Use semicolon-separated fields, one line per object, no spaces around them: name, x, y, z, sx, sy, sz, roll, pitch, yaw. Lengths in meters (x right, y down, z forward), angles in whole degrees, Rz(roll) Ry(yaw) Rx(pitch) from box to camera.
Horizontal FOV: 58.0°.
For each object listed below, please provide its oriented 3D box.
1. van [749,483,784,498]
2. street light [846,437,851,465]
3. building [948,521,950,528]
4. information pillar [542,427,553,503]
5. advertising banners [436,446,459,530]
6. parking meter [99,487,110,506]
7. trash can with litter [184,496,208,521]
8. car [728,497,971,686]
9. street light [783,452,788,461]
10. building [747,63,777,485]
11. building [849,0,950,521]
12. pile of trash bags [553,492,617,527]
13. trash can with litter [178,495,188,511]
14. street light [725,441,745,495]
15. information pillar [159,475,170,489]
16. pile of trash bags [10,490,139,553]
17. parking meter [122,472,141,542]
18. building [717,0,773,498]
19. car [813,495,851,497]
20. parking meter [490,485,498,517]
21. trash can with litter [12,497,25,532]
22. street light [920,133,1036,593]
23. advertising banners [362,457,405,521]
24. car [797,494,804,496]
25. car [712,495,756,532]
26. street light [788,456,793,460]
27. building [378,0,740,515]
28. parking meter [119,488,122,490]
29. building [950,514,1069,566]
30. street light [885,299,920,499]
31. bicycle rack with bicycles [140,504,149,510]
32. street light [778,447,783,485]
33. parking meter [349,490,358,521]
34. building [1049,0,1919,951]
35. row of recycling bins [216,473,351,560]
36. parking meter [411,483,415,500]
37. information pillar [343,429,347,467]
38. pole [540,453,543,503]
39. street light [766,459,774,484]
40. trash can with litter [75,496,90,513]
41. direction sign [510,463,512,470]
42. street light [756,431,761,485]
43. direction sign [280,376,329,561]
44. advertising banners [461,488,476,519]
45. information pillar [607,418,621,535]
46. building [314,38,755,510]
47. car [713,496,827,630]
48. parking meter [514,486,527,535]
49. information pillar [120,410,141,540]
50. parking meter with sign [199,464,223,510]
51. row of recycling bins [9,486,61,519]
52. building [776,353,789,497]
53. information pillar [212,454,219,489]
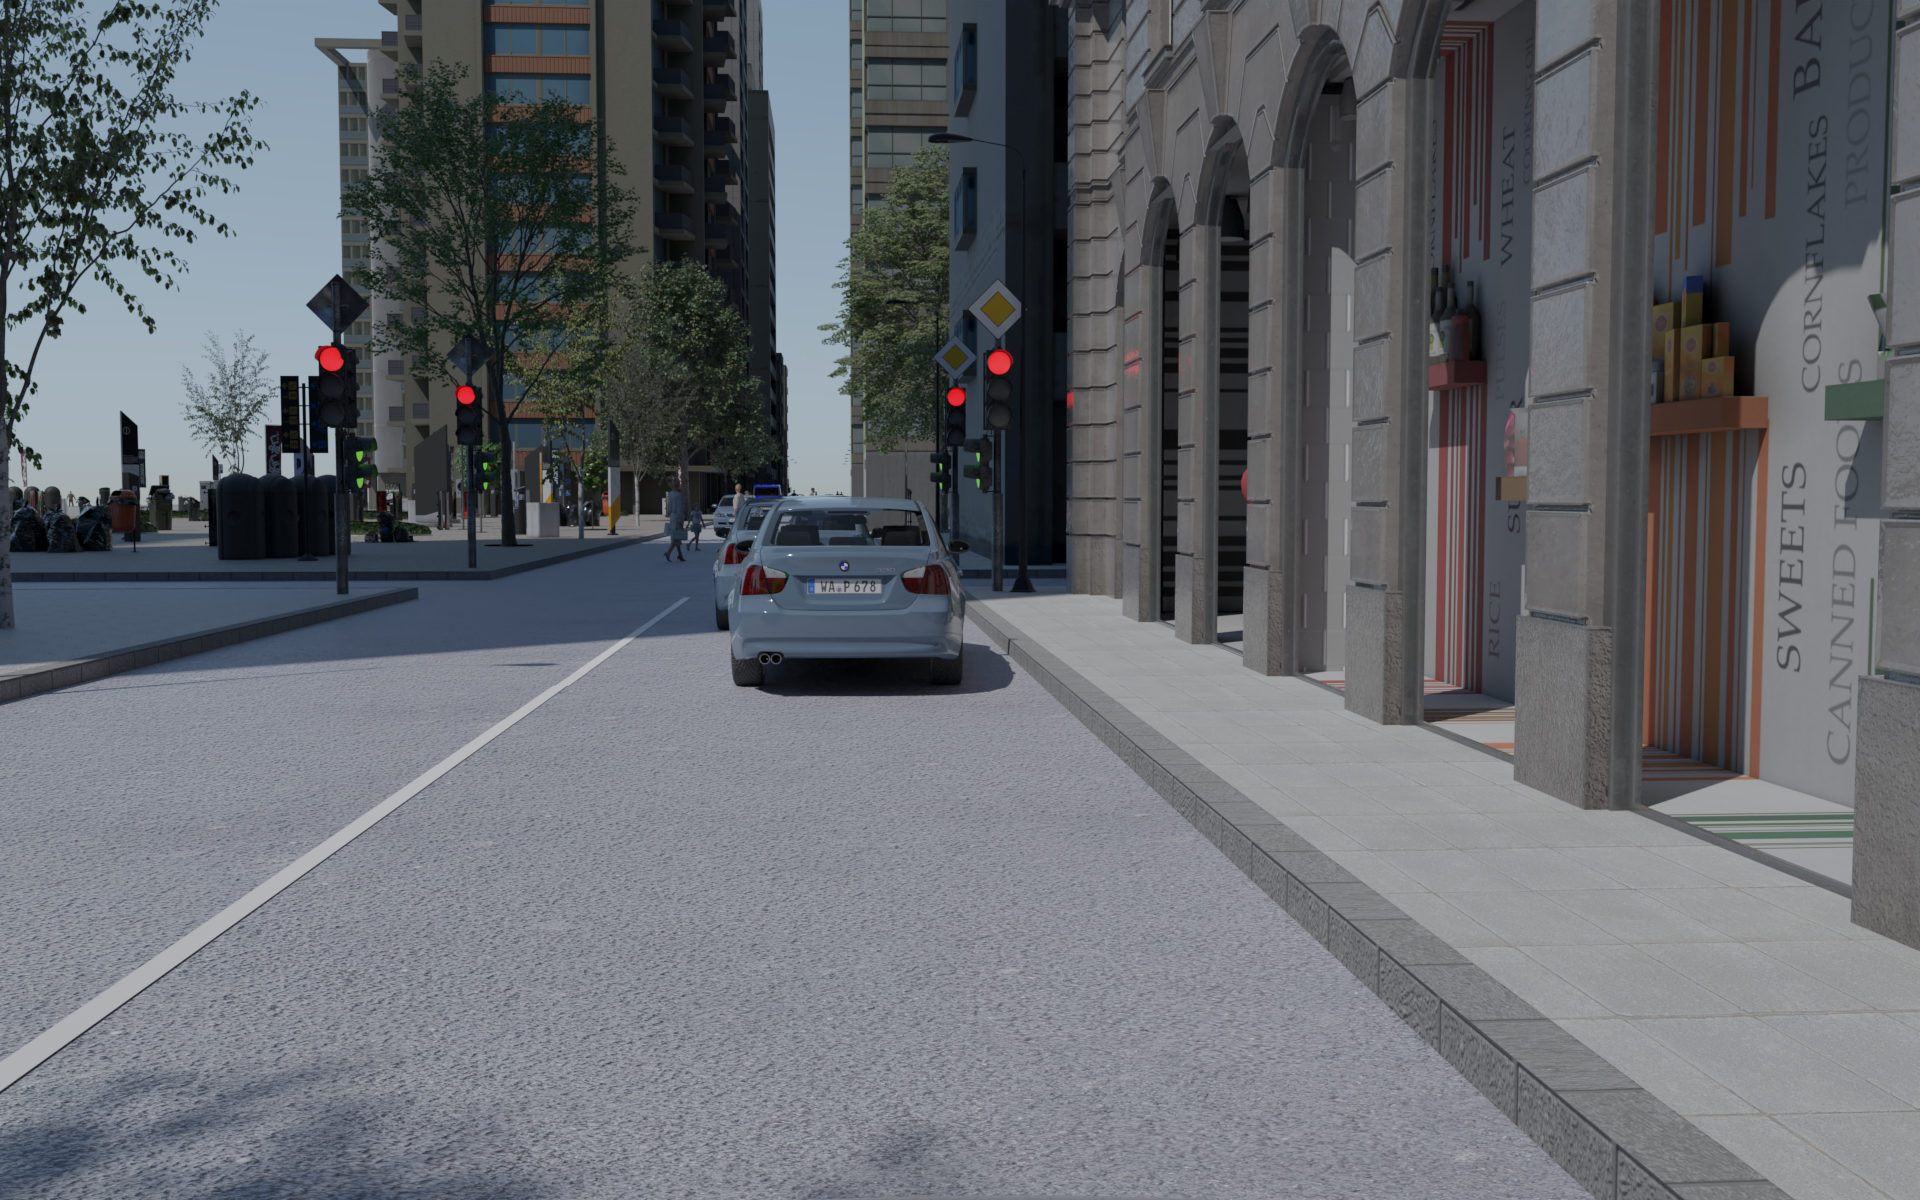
van;-12.435;-6.563;111.693;2.240;2.365;5.245;0;4;-5
street light;-8.172;-10.191;139.161;1.470;5.913;1.316;0;4;-4
building;2.934;-23.751;71.928;14.154;41.232;14.086;0;4;-4
information pillar;-14.434;-4.235;60.590;0.504;3.616;0.183;3;5;42
advertising banners;-18.483;-4.045;62.319;0.090;3.025;2.074;0;4;1
parking meter;-31.559;-3.396;63.934;0.372;1.533;0.369;0;3;0
trash can with litter;-35.907;-4.291;81.551;0.624;1.170;1.055;2;4;33
car;-0.892;-0.139;14.270;2.014;1.417;4.499;0;4;-2
street light;-19.841;-13.270;189.505;1.470;5.913;1.316;0;4;-4
building;-32.164;-35.169;198.721;21.300;48.544;21.600;0;4;-4
building;0.716;-25.385;98.642;14.154;41.232;14.086;0;4;-4
pile of trash bags;-14.774;-3.575;68.212;3.447;1.369;1.912;2;4;35
trash can with litter;-43.536;-5.214;96.307;2.233;1.210;1.678;0;3;0
street light;-13.947;-8.230;107.105;1.470;5.913;1.316;0;4;-4
information pillar;-30.669;-3.810;66.790;0.304;2.012;0.304;-3;4;-39
pile of trash bags;-19.563;-1.760;38.526;3.447;1.369;1.912;2;4;25
parking meter;-22.352;-2.510;46.746;0.255;1.863;0.399;1;4;18
building;-36.267;-49.544;248.302;20.563;71.187;20.611;0;4;-4
car;-3.132;-1.778;41.068;2.014;1.417;4.499;0;4;-3
parking meter;-26.222;-5.615;97.521;0.399;1.863;0.255;1;4;22
trash can with litter;-23.373;-1.981;43.450;1.678;1.210;2.233;-1;4;-11
street light;0.284;-3.055;22.484;1.470;5.913;1.316;0;4;-4
advertising banners;-27.540;-5.280;82.513;2.074;3.025;0.090;-2;4;-35
car;-16.360;-10.075;174.952;2.015;1.641;3.980;0;4;-4
car;-8.615;-3.394;67.493;2.014;1.417;4.499;0;4;-4
street light;-21.451;-14.567;210.717;1.470;5.913;1.316;0;4;-4
building;-26.674;-28.344;118.052;22.147;44.769;28.867;0;4;-4
parking meter;-32.036;-3.549;66.435;0.372;1.533;0.369;0;3;0
building;10.508;-25.519;40.943;21.600;48.544;21.300;0;4;-4
street light;-1.078;-4.215;41.459;1.470;5.913;1.316;0;4;-4
bicycle rack with bicycles;-43.795;-4.893;93.378;2.925;0.926;2.852;1;4;9
street light;-18.505;-12.118;170.662;1.470;5.913;1.316;0;4;-4
parking meter;-24.417;-3.918;69.770;0.255;1.863;0.399;-3;5;-42
building;8.075;-10.349;11.012;13.314;21.916;24.055;0;4;-4
row of recycling bins;-13.661;-1.721;35.258;1.069;1.692;3.534;1;4;17
parking meter;-25.512;-4.623;81.300;0.399;1.863;0.255;0;4;5
information pillar;-21.969;-4.295;61.573;0.183;3.616;0.504;1;4;17
pole;-20.520;-5.580;85.083;0.158;3.312;0.155;0;3;0
street light;-17.007;-10.822;149.475;1.470;5.913;1.316;0;4;-4
trash can with litter;-47.102;-5.017;93.420;0.624;1.170;1.055;1;4;16
direction sign;-23.531;-6.018;90.383;0.379;3.537;0.876;-2;4;-30
street light;-15.415;-9.526;128.294;1.470;5.913;1.316;0;4;-4
direction sign;-12.543;-2.520;33.192;0.876;3.537;0.379;0;4;-2
advertising banners;-25.240;-5.634;88.307;2.074;3.025;0.090;1;4;14
information pillar;-10.769;-3.824;53.881;0.183;3.616;0.504;2;4;28
building;-33.638;-27.661;144.139;32.217;40.220;23.993;0;4;-4
car;-1.799;-0.467;19.642;2.014;1.417;4.499;0;4;-4
parking meter;-13.874;-2.827;54.626;0.372;1.533;0.369;0;3;0
information pillar;-23.379;-3.512;48.777;0.183;3.616;0.504;3;4;36
parking meter with sign;-43.773;-6.385;100.658;1.738;3.016;0.543;0;4;6
row of recycling bins;-48.330;-5.038;89.483;3.534;1.692;1.069;-1;4;-8
building;-36.584;-23.241;225.022;27.650;21.520;28.899;0;4;-4
information pillar;-43.672;-6.745;101.640;0.183;3.616;0.504;1;4;14
